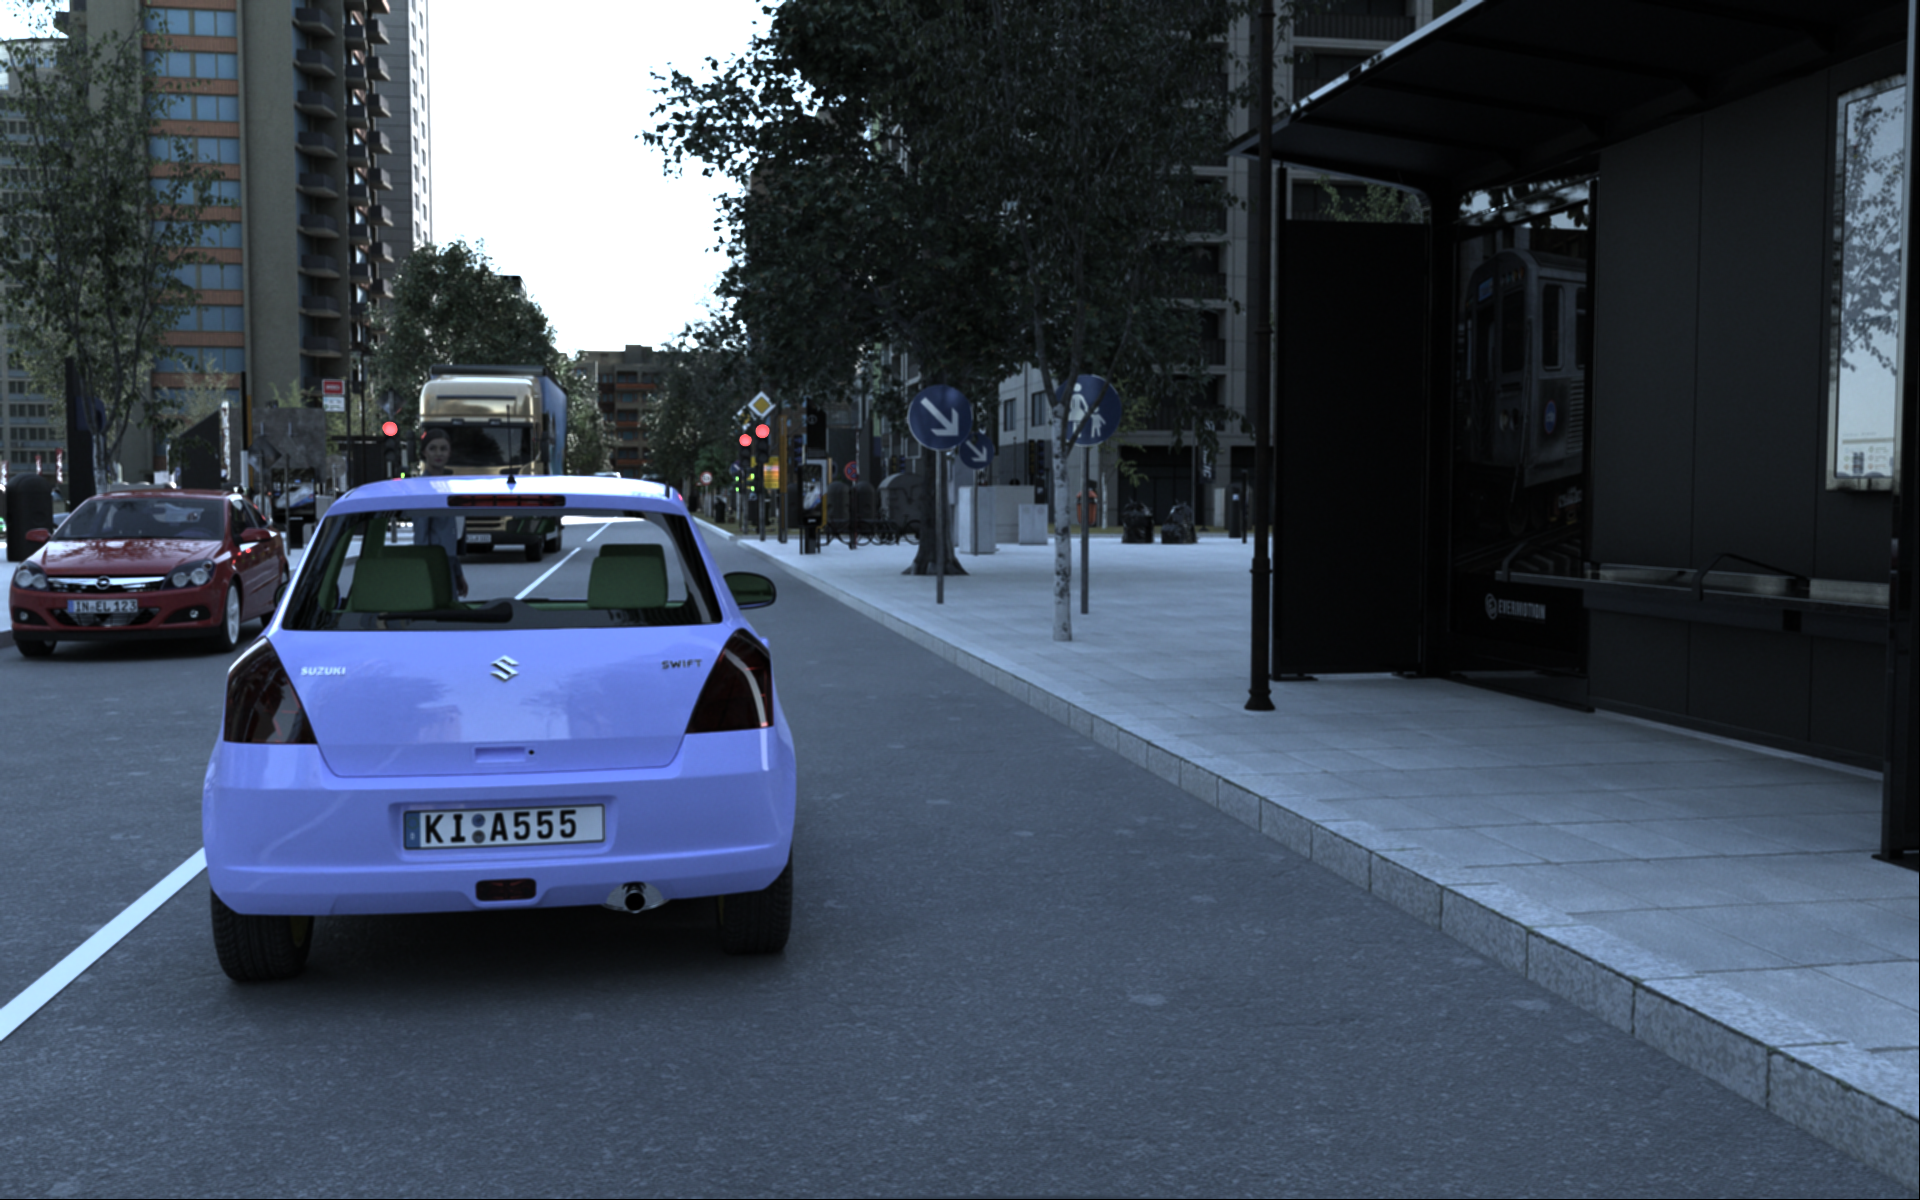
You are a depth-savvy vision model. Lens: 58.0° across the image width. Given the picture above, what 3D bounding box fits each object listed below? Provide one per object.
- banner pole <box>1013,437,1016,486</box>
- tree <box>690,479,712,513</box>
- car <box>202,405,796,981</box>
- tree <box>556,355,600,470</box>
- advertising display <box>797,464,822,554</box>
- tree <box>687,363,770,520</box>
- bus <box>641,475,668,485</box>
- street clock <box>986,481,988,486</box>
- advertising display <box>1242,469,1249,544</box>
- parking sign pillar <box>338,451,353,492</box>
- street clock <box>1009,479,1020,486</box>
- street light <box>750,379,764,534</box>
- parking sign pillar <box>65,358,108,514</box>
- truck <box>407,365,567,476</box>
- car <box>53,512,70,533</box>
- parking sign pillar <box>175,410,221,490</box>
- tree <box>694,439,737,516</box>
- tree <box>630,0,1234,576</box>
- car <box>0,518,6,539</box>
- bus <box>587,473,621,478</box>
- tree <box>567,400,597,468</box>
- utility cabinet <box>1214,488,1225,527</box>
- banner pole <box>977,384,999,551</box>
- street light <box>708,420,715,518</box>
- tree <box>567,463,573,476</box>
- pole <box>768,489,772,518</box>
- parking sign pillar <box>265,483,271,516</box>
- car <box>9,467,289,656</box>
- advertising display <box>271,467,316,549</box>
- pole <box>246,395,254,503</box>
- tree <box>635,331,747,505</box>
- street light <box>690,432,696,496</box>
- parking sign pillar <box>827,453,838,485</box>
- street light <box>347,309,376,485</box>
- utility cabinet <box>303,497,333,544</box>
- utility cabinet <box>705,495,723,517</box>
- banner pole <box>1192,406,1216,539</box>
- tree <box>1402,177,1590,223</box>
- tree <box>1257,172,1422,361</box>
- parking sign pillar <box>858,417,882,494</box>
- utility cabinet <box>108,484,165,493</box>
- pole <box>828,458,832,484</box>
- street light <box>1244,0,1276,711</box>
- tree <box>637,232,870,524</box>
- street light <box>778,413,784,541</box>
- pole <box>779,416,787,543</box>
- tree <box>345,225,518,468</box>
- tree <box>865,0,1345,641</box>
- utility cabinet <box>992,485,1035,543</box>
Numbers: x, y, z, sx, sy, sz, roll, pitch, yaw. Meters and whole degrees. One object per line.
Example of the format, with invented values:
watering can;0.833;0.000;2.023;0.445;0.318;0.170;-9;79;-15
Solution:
banner pole;2.391;-5.254;75.912;0.401;3.779;0.863;0;4;1
tree;-17.611;-7.663;119.886;1.663;3.219;1.824;0;3;0
car;-1.624;0.188;6.522;1.945;1.707;3.694;-1;4;-12
tree;-29.339;-11.821;119.030;9.928;11.665;9.643;0;3;0
advertising display;-3.219;-1.955;37.179;0.123;1.923;0.974;1;4;21
tree;-11.366;-8.366;87.150;4.360;8.622;3.978;0;3;0
bus;-30.204;-10.751;170.633;2.948;3.499;13.247;-1;4;-11
street clock;1.393;-5.569;95.628;0.358;2.002;0.471;1;4;11
advertising display;7.449;-2.449;45.256;0.123;1.923;0.974;1;4;12
parking sign pillar;-35.094;-6.769;99.140;1.447;3.967;1.447;3;5;40
street clock;2.531;-4.659;80.743;0.471;2.002;0.358;-1;4;-11
street light;-6.512;-5.081;55.855;0.468;5.910;1.993;-1;4;-10
parking sign pillar;-17.589;-2.842;34.935;1.447;3.967;1.447;-1;4;-12
truck;-10.618;-3.123;39.968;2.839;4.237;11.283;-1;4;-10
car;-22.981;-2.157;47.267;4.499;1.417;2.014;-1;4;-11
parking sign pillar;-24.207;-4.070;55.024;1.447;3.967;1.447;3;5;41
tree;-14.368;-7.318;103.361;4.285;4.588;4.351;0;3;0
tree;-0.311;-6.741;27.218;9.611;12.733;9.660;0;3;0
car;-28.509;-2.342;47.094;4.718;1.807;1.959;-1;4;-12
bus;-29.958;-9.242;145.959;2.948;3.499;13.247;-1;4;-9
tree;-30.868;-11.970;130.114;7.601;10.594;8.767;-2;4;-27
utility cabinet;10.162;-3.566;66.985;0.318;1.500;1.173;2;4;28
banner pole;0.583;-3.026;39.498;0.401;3.779;0.863;-2;4;-29
street light;-13.255;-7.330;92.627;0.468;5.910;1.993;-1;4;-10
tree;-32.604;-9.454;138.283;4.285;4.588;4.351;0;3;0
pole;-10.343;-6.136;94.164;0.158;3.312;0.155;0;3;0
parking sign pillar;-41.387;-6.982;102.634;1.447;3.967;1.447;3;4;37
car;-7.731;-0.474;16.794;2.155;1.783;4.494;-1;4;-12
advertising display;-15.584;-2.159;40.519;0.974;1.923;0.123;-2;4;-34
pole;-14.701;-2.566;35.799;0.158;3.312;0.155;0;3;0
tree;-30.925;-20.987;199.032;12.611;20.169;13.585;0;3;0
street light;-19.737;-9.515;128.351;0.468;5.910;1.993;-1;4;-10
parking sign pillar;-7.585;-6.898;101.257;1.447;3.967;1.447;1;4;20
street light;-14.976;-4.324;43.477;0.468;5.910;1.993;-1;4;-10
utility cabinet;-16.637;-2.037;44.461;1.020;1.237;0.306;0;4;2
utility cabinet;-14.086;-5.379;99.106;1.020;1.237;0.306;0;4;-4
banner pole;6.880;-3.625;49.281;0.863;3.779;0.401;0;4;3
tree;10.098;-4.968;31.591;4.360;8.622;3.978;0;3;0
tree;8.462;-5.324;37.407;4.737;8.622;4.395;0;3;0
parking sign pillar;-3.081;-4.298;58.746;1.447;3.967;1.447;-1;4;-22
utility cabinet;-18.051;-1.787;37.901;0.318;1.500;1.173;3;5;44
pole;-7.330;-6.350;97.671;0.158;3.312;0.155;0;3;0
street light;1.787;-2.285;10.151;0.468;5.910;1.993;-1;4;-10
tree;-8.391;-9.986;73.636;12.009;13.543;11.850;0;3;0
street light;-4.870;-4.532;46.889;0.468;5.910;1.993;-1;4;-10
pole;-4.596;-3.132;45.052;0.158;3.312;0.155;0;3;0
tree;-21.538;-9.619;74.284;9.611;12.733;9.660;0;3;0
tree;0.933;-3.934;14.681;4.360;8.622;3.978;0;3;0
utility cabinet;1.328;-2.215;44.889;1.173;1.500;0.318;-1;4;-19
